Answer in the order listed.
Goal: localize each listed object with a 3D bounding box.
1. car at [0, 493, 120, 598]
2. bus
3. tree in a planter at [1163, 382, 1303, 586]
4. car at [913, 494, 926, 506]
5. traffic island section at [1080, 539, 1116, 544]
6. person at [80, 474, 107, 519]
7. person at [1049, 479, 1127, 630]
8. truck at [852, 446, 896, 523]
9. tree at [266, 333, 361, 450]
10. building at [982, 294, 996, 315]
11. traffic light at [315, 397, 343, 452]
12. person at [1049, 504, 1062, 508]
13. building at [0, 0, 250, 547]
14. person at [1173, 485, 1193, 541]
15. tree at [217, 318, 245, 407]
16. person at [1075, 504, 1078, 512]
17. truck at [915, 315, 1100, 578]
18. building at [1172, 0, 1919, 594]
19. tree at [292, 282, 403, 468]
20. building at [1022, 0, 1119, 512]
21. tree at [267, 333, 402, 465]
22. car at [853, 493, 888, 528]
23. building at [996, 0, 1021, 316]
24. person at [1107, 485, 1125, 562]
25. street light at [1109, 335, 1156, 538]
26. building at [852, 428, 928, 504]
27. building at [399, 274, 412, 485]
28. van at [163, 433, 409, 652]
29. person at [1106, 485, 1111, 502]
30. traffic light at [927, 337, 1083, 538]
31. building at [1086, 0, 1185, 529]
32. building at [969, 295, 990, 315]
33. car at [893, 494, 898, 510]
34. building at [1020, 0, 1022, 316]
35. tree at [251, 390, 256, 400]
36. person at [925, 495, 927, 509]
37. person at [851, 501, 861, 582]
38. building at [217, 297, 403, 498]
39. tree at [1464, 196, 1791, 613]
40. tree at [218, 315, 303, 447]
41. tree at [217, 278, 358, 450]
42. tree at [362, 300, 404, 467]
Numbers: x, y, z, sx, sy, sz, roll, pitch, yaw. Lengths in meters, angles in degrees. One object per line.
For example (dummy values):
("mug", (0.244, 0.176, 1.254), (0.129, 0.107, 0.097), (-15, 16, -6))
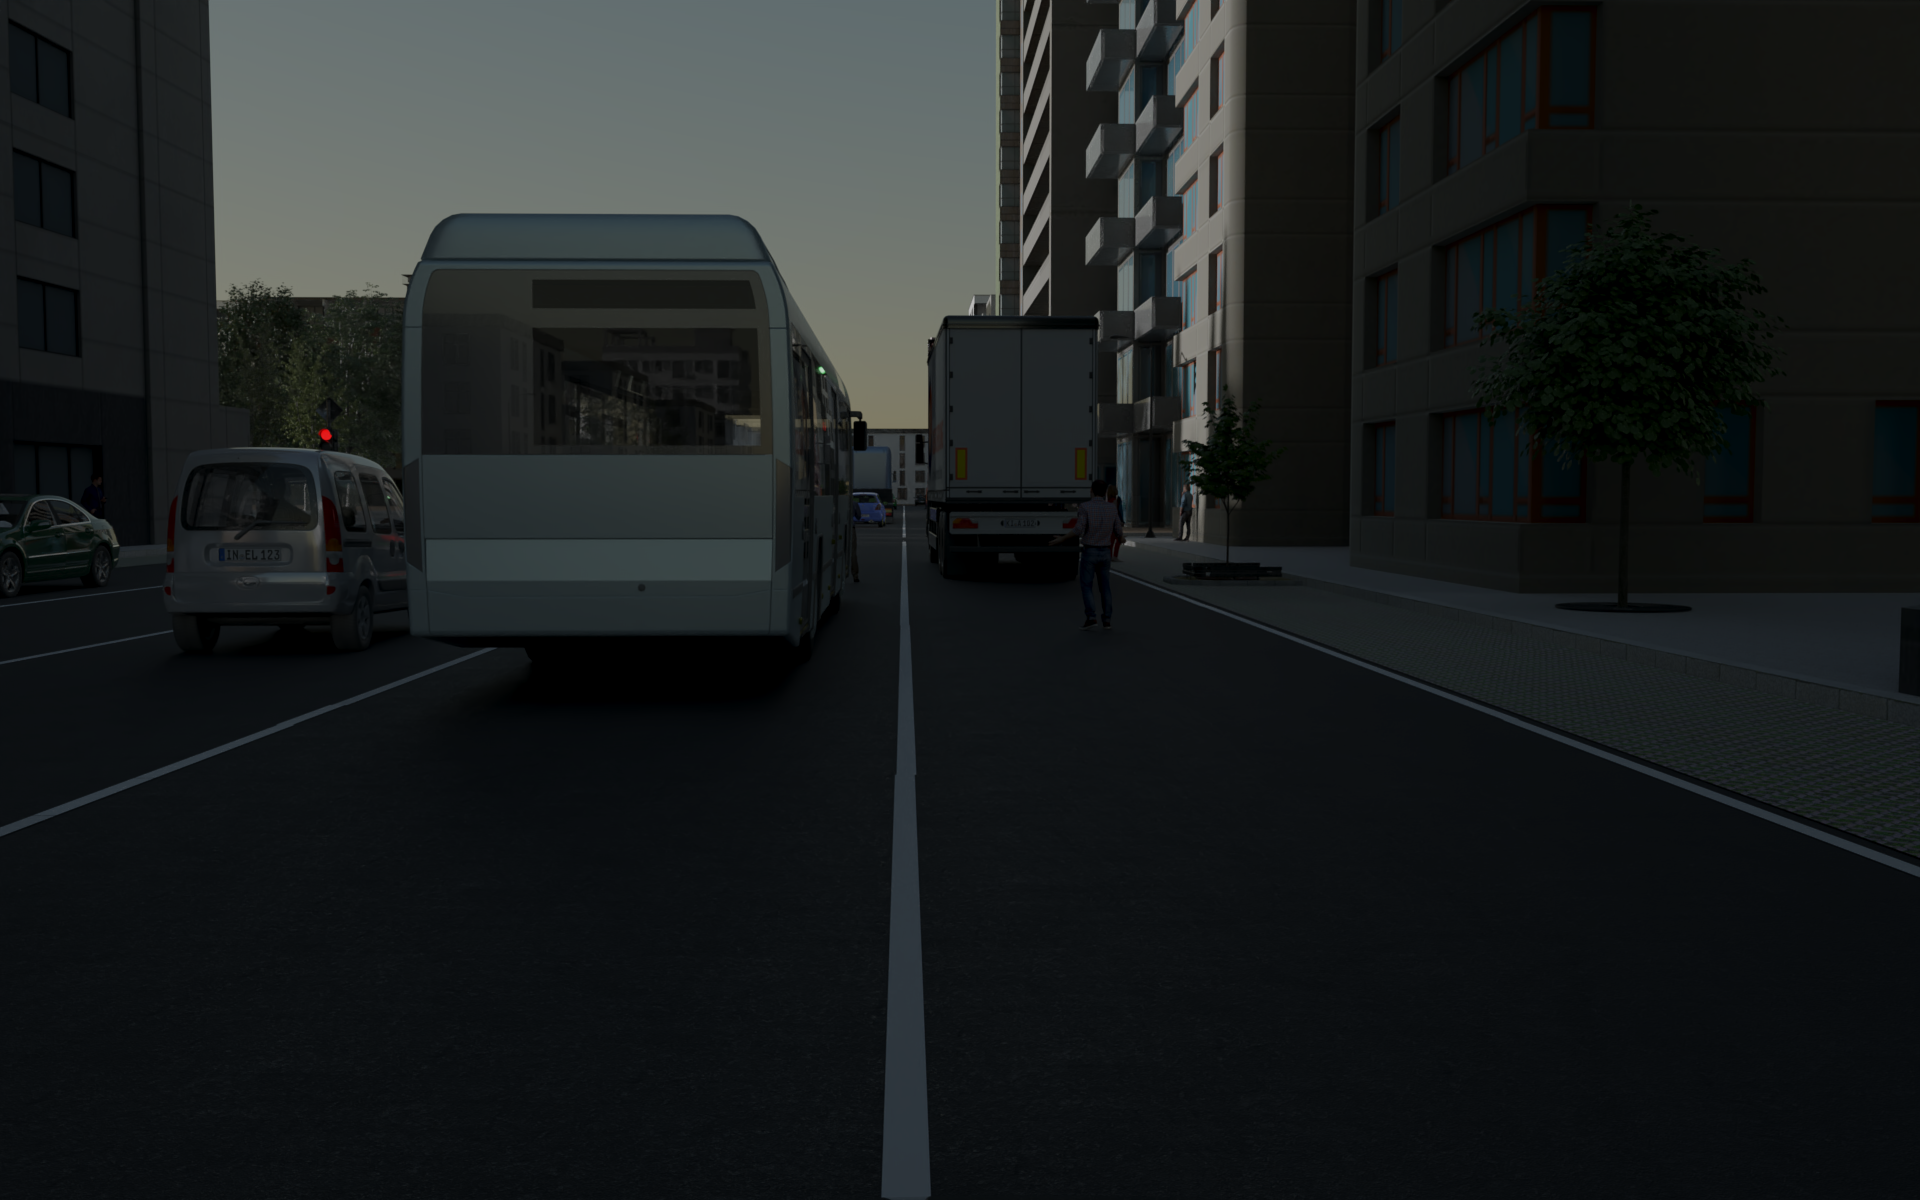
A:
("car", (-14.048, -0.824, 25.275), (2.131, 1.459, 4.920), (0, 4, -2))
("bus", (-2.581, -1.416, 18.011), (2.948, 3.499, 13.247), (0, 4, -2))
("tree in a planter", (4.304, -1.866, 27.728), (1.991, 3.239, 1.994), (0, 4, -2))
("car", (-4.507, -11.945, 205.092), (2.009, 1.686, 4.222), (0, 4, -2))
("traffic island section", (3.564, -1.742, 50.764), (2.009, 0.180, 2.903), (0, 4, -2))
("person", (-19.375, -1.966, 38.895), (0.504, 1.737, 0.576), (0, 4, -3))
("person", (1.442, -0.481, 18.327), (0.963, 1.587, 0.435), (-2, 4, -30))
("truck", (-4.804, -6.251, 91.967), (2.967, 4.110, 18.799), (0, 4, -2))
("tree", (-29.584, -7.871, 79.054), (4.737, 8.622, 4.395), (0, 3, 0))
("building", (10.831, -18.087, 162.180), (16.747, 18.905, 31.486), (0, 4, -2))
("traffic light", (-18.146, -3.732, 49.934), (0.839, 4.253, 0.868), (0, 4, -2))
("person", (2.273, -1.897, 41.225), (0.593, 1.614, 0.444), (-3, 5, -42))
("building", (-30.466, -36.652, 37.506), (20.611, 71.187, 20.563), (0, 4, -2))
("person", (6.087, -2.360, 46.848), (0.499, 1.552, 0.429), (-2, 4, -24))
("tree", (-29.861, -7.876, 63.193), (7.601, 10.594, 8.767), (-1, 4, -21))
("person", (5.719, -4.706, 83.707), (0.841, 1.734, 0.376), (-3, 4, -36))
("truck", (0.681, -2.685, 32.814), (2.839, 4.237, 11.283), (0, 4, -3))
("building", (20.554, -11.711, 36.523), (27.650, 21.520, 28.899), (0, 4, -2))
("tree", (-37.155, -12.143, 105.198), (9.857, 13.997, 8.962), (0, 3, 0))
("building", (14.720, -28.786, 94.355), (21.300, 48.544, 21.600), (0, 4, -2))
("tree", (-41.217, -12.108, 116.092), (7.486, 12.596, 7.792), (0, 3, 0))
("car", (-4.125, -4.029, 75.469), (1.945, 1.707, 3.694), (0, 3, 0))
("building", (9.536, -27.087, 126.474), (14.154, 41.232, 14.086), (0, 4, -2))
("person", (3.287, -1.606, 36.463), (0.444, 1.614, 0.593), (1, 4, 14))
("street light", (5.048, -4.779, 50.685), (1.470, 5.913, 1.316), (0, 4, -2))
("building", (-16.368, -17.123, 222.114), (28.070, 9.664, 9.099), (0, 4, -2))
("building", (-38.375, -20.427, 177.953), (27.936, 21.610, 32.646), (0, 4, -2))
("van", (-6.333, -0.618, 17.114), (2.013, 2.044, 4.112), (0, 4, -3))
("person", (7.268, -4.702, 83.596), (0.621, 1.740, 0.551), (2, 4, 25))
("traffic light", (1.436, -4.634, 50.440), (4.771, 5.953, 1.251), (0, 4, -2))
("building", (20.325, -27.517, 69.509), (30.456, 49.044, 23.786), (0, 4, -2))
("building", (14.829, -21.423, 194.248), (27.936, 21.610, 32.646), (0, 4, -2))
("car", (-6.774, -9.323, 161.220), (1.959, 1.807, 4.718), (0, 4, -2))
("building", (11.263, -28.263, 112.218), (14.600, 45.320, 14.200), (0, 4, -2))
("tree", (-48.484, -10.369, 119.888), (4.737, 8.622, 4.395), (0, 3, 0))
("person", (-3.125, -9.481, 163.958), (0.683, 1.767, 0.568), (-3, 5, -43))
("person", (-1.867, -1.081, 28.244), (0.516, 1.574, 0.319), (0, 4, -1))
("building", (-69.922, -21.379, 193.516), (32.646, 21.610, 27.936), (0, 4, -2))
("tree", (7.472, -2.169, 19.172), (4.285, 4.588, 4.351), (0, 3, 0))
("tree", (-29.244, -7.423, 71.726), (4.360, 8.622, 3.978), (0, 3, 0))
("tree", (-37.063, -10.698, 91.920), (9.611, 12.733, 9.660), (0, 3, 0))
("tree", (-21.688, -8.578, 74.659), (8.767, 10.594, 7.601), (0, 4, -7))
